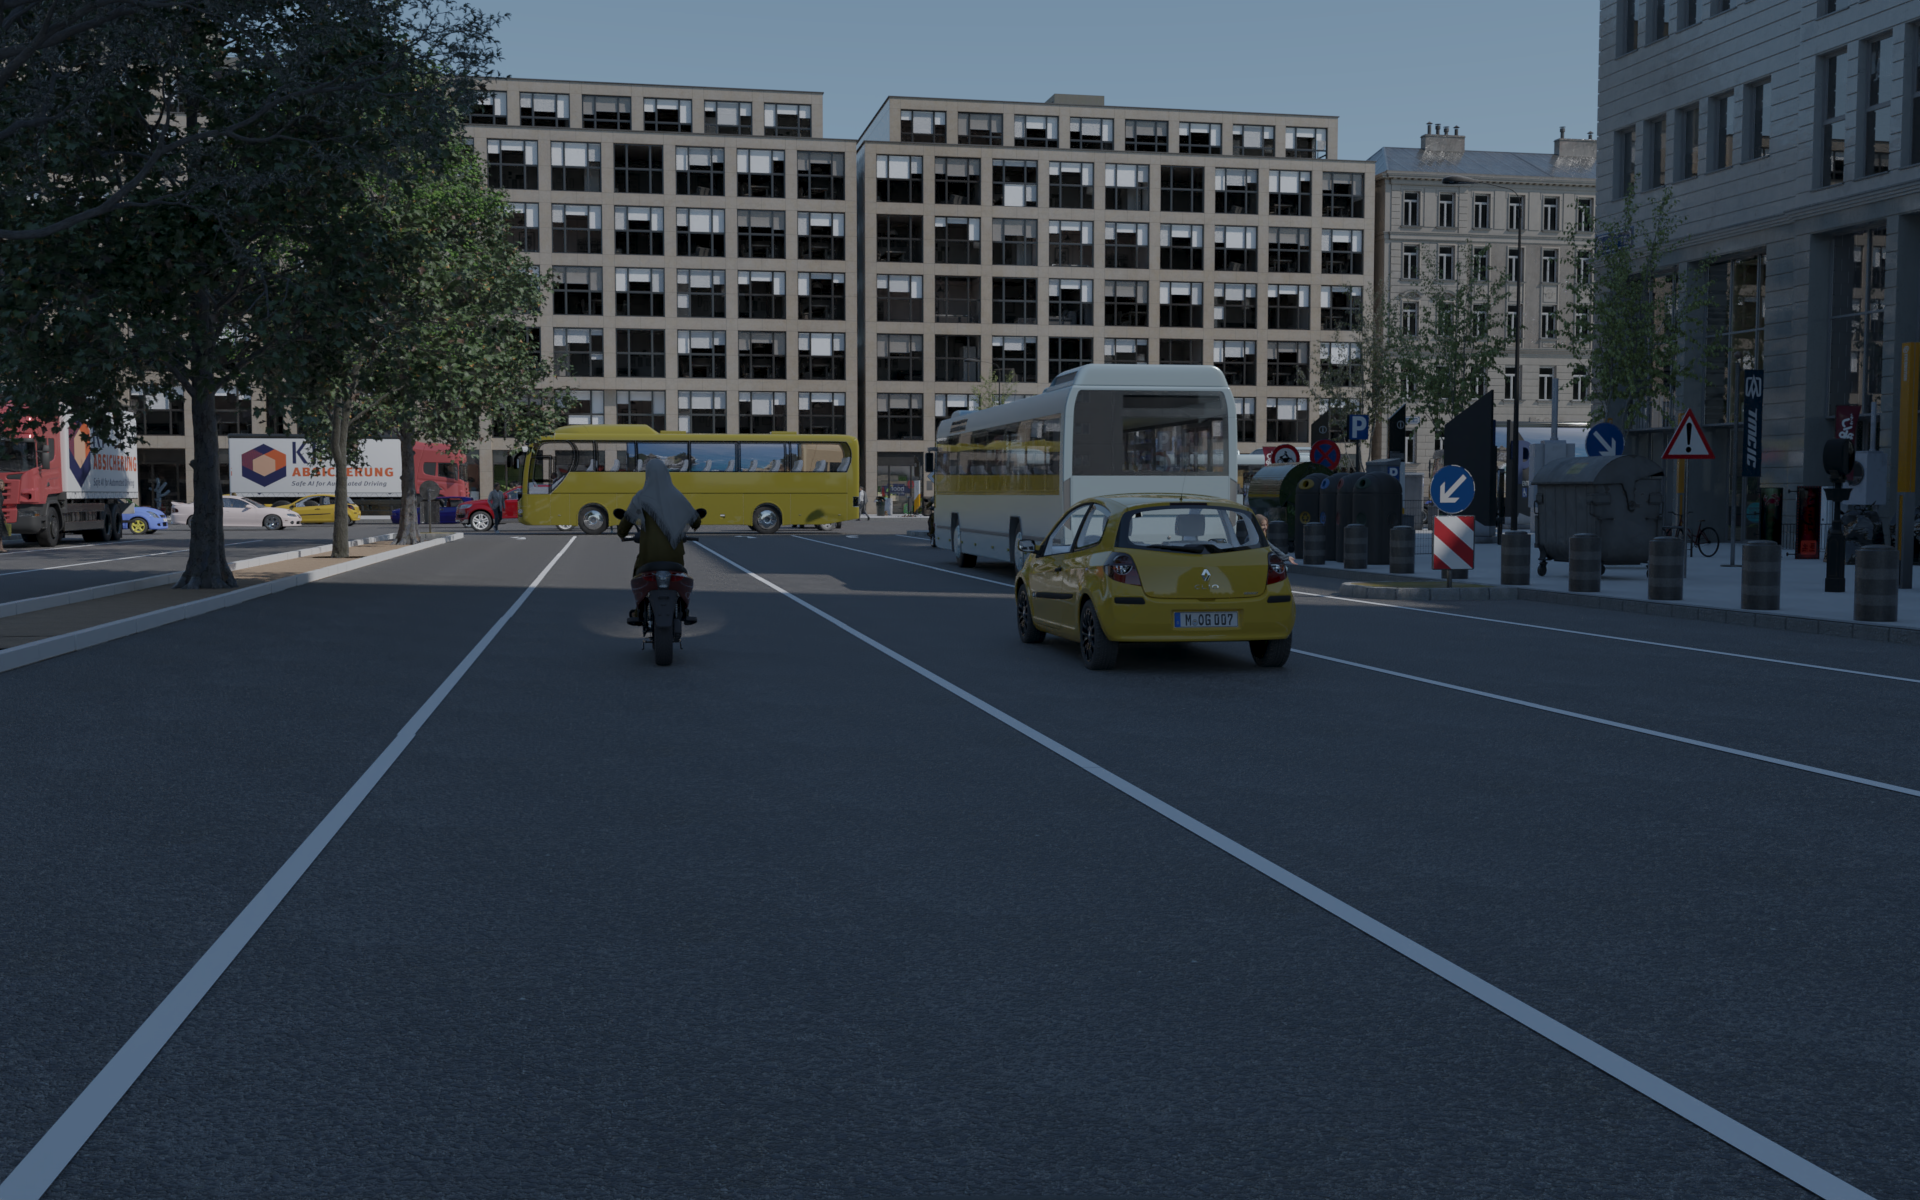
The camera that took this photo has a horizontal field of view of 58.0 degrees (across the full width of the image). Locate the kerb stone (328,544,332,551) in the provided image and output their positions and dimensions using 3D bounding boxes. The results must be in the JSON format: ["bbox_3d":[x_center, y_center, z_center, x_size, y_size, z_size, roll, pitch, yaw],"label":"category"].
[{"bbox_3d":[-15.781,-1.283,43.170,0.120,0.150,1.000,-1,4,-11],"label":"kerb stone"}]

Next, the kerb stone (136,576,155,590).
[{"bbox_3d":[-12.323,-0.231,26.006,0.120,0.150,1.000,-1,4,-11],"label":"kerb stone"}]

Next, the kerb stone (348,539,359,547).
[{"bbox_3d":[-16.600,-1.530,47.208,0.120,0.150,1.000,-1,4,-11],"label":"kerb stone"}]

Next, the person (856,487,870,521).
[{"bbox_3d":[-5.199,-5.145,92.714,0.850,1.850,0.679,2,4,25],"label":"person"}]

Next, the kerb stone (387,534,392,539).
[{"bbox_3d":[-18.020,-1.962,54.278,0.120,0.150,1.000,-1,4,-11],"label":"kerb stone"}]

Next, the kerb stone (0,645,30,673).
[{"bbox_3d":[-7.823,0.484,14.278,0.120,0.150,1.000,-1,4,-11],"label":"kerb stone"}]

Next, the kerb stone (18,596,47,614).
[{"bbox_3d":[-11.303,0.077,20.942,0.120,0.150,1.000,-1,4,-11],"label":"kerb stone"}]

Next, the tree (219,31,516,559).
[{"bbox_3d":[-13.678,-6.725,38.164,9.928,11.665,9.643,0,3,0],"label":"tree"}]

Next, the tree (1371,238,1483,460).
[{"bbox_3d":[13.954,-6.051,49.297,4.737,8.622,4.395,0,3,0],"label":"tree"}]

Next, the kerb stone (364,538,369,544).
[{"bbox_3d":[-17.001,-1.654,49.232,0.120,0.150,1.000,-1,4,-11],"label":"kerb stone"}]

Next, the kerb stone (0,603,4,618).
[{"bbox_3d":[-11.097,0.140,19.929,0.120,0.150,1.000,-1,4,-11],"label":"kerb stone"}]

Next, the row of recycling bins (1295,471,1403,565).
[{"bbox_3d":[7.388,-1.582,32.980,1.069,1.692,3.534,-1,4,-12],"label":"row of recycling bins"}]

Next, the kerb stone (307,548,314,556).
[{"bbox_3d":[-15.177,-1.098,40.140,0.120,0.150,1.000,-1,4,-11],"label":"kerb stone"}]

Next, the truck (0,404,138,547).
[{"bbox_3d":[-26.332,-3.723,49.777,2.839,4.237,11.283,-1,4,-12],"label":"truck"}]

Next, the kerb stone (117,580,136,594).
[{"bbox_3d":[-12.122,-0.171,24.993,0.120,0.150,1.000,-1,4,-11],"label":"kerb stone"}]

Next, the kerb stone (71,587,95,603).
[{"bbox_3d":[-11.710,-0.044,22.960,0.120,0.150,1.000,-1,4,-11],"label":"kerb stone"}]

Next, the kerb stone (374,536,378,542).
[{"bbox_3d":[-17.416,-1.773,51.249,0.120,0.150,1.000,-1,4,-11],"label":"kerb stone"}]

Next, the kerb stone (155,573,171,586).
[{"bbox_3d":[-12.532,-0.295,27.011,0.120,0.150,1.000,-1,4,-11],"label":"kerb stone"}]

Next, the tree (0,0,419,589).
[{"bbox_3d":[-11.473,-6.523,26.120,9.611,12.733,9.660,0,3,0],"label":"tree"}]

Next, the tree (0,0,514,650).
[{"bbox_3d":[-9.041,-6.241,14.870,12.009,13.543,11.850,0,3,0],"label":"tree"}]

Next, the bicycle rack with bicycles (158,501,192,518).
[{"bbox_3d":[-41.555,-4.812,92.059,2.852,0.926,2.925,0,4,-3],"label":"bicycle rack with bicycles"}]

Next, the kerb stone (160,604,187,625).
[{"bbox_3d":[-8.841,0.176,19.320,0.120,0.150,1.000,-1,4,-11],"label":"kerb stone"}]

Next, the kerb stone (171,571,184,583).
[{"bbox_3d":[-12.733,-0.356,28.019,0.120,0.150,1.000,-1,4,-11],"label":"kerb stone"}]

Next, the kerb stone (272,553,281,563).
[{"bbox_3d":[-14.358,-0.850,36.089,0.120,0.150,1.000,-1,4,-11],"label":"kerb stone"}]

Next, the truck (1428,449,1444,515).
[{"bbox_3d":[24.203,-4.775,74.003,9.791,3.379,3.469,-1,4,-10],"label":"truck"}]

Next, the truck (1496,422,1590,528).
[{"bbox_3d":[25.096,-4.900,69.035,11.283,4.237,2.839,-1,4,-11],"label":"truck"}]

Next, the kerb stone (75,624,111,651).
[{"bbox_3d":[-8.225,0.361,16.300,0.120,0.150,1.000,-1,4,-11],"label":"kerb stone"}]

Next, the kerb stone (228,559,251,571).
[{"bbox_3d":[-13.751,-0.662,33.064,0.120,0.150,1.000,-1,4,-11],"label":"kerb stone"}]

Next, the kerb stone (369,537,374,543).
[{"bbox_3d":[-17.209,-1.715,50.238,0.120,0.150,1.000,-1,4,-11],"label":"kerb stone"}]

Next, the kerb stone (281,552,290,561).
[{"bbox_3d":[-14.562,-0.911,37.095,0.120,0.150,1.000,-1,4,-11],"label":"kerb stone"}]

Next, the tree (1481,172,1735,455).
[{"bbox_3d":[15.681,-5.531,40.802,4.737,8.622,4.395,0,3,0],"label":"tree"}]

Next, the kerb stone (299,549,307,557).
[{"bbox_3d":[-14.968,-1.035,39.126,0.120,0.150,1.000,-1,4,-11],"label":"kerb stone"}]

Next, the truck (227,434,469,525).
[{"bbox_3d":[-28.565,-5.717,82.391,11.283,4.237,2.839,-1,4,-10],"label":"truck"}]

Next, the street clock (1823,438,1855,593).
[{"bbox_3d":[11.453,-1.103,22.611,0.471,2.002,0.358,-3,5,-41],"label":"street clock"}]

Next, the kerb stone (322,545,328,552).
[{"bbox_3d":[-15.584,-1.221,42.162,0.120,0.150,1.000,-1,4,-11],"label":"kerb stone"}]

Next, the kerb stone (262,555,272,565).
[{"bbox_3d":[-14.154,-0.788,35.082,0.120,0.150,1.000,-1,4,-11],"label":"kerb stone"}]

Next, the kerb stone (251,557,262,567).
[{"bbox_3d":[-13.953,-0.720,34.075,0.120,0.150,1.000,-1,4,-11],"label":"kerb stone"}]

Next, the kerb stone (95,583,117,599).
[{"bbox_3d":[-11.914,-0.109,23.974,0.120,0.150,1.000,-1,4,-11],"label":"kerb stone"}]

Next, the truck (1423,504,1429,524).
[{"bbox_3d":[15.366,-5.649,82.115,18.799,4.110,2.967,-1,4,-10],"label":"truck"}]

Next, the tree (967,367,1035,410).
[{"bbox_3d":[2.212,-9.221,101.131,4.737,8.622,4.395,0,3,0],"label":"tree"}]

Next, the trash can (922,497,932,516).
[{"bbox_3d":[-1.882,-5.374,99.519,0.748,1.137,0.748,0,3,0],"label":"trash can"}]

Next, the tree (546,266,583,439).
[{"bbox_3d":[-15.542,-7.892,48.501,9.611,12.733,9.660,0,3,0],"label":"tree"}]

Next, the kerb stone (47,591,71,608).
[{"bbox_3d":[-11.512,0.019,21.948,0.120,0.150,1.000,-1,4,-11],"label":"kerb stone"}]

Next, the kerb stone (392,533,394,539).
[{"bbox_3d":[-18.228,-2.021,55.284,0.120,0.150,1.000,-1,4,-11],"label":"kerb stone"}]

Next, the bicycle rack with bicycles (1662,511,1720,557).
[{"bbox_3d":[13.918,-1.385,36.032,2.852,0.926,2.925,-1,4,-11],"label":"bicycle rack with bicycles"}]

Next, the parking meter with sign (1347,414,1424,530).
[{"bbox_3d":[9.110,-2.514,37.367,0.543,3.016,1.738,-2,4,-27],"label":"parking meter with sign"}]

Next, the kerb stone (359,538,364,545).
[{"bbox_3d":[-16.799,-1.591,48.216,0.120,0.150,1.000,-1,4,-11],"label":"kerb stone"}]

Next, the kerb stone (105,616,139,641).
[{"bbox_3d":[-8.434,0.299,17.306,0.120,0.150,1.000,-1,4,-11],"label":"kerb stone"}]

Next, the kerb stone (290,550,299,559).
[{"bbox_3d":[-14.760,-0.972,38.115,0.120,0.150,1.000,-1,4,-11],"label":"kerb stone"}]

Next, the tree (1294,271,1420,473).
[{"bbox_3d":[13.429,-6.575,57.870,4.360,8.622,3.978,0,3,0],"label":"tree"}]

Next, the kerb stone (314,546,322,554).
[{"bbox_3d":[-15.371,-1.154,41.153,0.120,0.150,1.000,-1,4,-11],"label":"kerb stone"}]

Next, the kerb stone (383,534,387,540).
[{"bbox_3d":[-17.818,-1.901,53.271,0.120,0.150,1.000,-1,4,-11],"label":"kerb stone"}]

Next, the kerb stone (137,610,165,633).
[{"bbox_3d":[-8.631,0.237,18.314,0.120,0.150,1.000,-1,4,-11],"label":"kerb stone"}]

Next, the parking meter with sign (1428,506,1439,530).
[{"bbox_3d":[16.133,-3.994,61.565,1.738,3.016,0.543,1,4,21],"label":"parking meter with sign"}]

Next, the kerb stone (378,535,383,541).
[{"bbox_3d":[-17.616,-1.839,52.257,0.120,0.150,1.000,-1,4,-11],"label":"kerb stone"}]

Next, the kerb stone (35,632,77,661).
[{"bbox_3d":[-8.031,0.423,15.284,0.120,0.150,1.000,-1,4,-11],"label":"kerb stone"}]
